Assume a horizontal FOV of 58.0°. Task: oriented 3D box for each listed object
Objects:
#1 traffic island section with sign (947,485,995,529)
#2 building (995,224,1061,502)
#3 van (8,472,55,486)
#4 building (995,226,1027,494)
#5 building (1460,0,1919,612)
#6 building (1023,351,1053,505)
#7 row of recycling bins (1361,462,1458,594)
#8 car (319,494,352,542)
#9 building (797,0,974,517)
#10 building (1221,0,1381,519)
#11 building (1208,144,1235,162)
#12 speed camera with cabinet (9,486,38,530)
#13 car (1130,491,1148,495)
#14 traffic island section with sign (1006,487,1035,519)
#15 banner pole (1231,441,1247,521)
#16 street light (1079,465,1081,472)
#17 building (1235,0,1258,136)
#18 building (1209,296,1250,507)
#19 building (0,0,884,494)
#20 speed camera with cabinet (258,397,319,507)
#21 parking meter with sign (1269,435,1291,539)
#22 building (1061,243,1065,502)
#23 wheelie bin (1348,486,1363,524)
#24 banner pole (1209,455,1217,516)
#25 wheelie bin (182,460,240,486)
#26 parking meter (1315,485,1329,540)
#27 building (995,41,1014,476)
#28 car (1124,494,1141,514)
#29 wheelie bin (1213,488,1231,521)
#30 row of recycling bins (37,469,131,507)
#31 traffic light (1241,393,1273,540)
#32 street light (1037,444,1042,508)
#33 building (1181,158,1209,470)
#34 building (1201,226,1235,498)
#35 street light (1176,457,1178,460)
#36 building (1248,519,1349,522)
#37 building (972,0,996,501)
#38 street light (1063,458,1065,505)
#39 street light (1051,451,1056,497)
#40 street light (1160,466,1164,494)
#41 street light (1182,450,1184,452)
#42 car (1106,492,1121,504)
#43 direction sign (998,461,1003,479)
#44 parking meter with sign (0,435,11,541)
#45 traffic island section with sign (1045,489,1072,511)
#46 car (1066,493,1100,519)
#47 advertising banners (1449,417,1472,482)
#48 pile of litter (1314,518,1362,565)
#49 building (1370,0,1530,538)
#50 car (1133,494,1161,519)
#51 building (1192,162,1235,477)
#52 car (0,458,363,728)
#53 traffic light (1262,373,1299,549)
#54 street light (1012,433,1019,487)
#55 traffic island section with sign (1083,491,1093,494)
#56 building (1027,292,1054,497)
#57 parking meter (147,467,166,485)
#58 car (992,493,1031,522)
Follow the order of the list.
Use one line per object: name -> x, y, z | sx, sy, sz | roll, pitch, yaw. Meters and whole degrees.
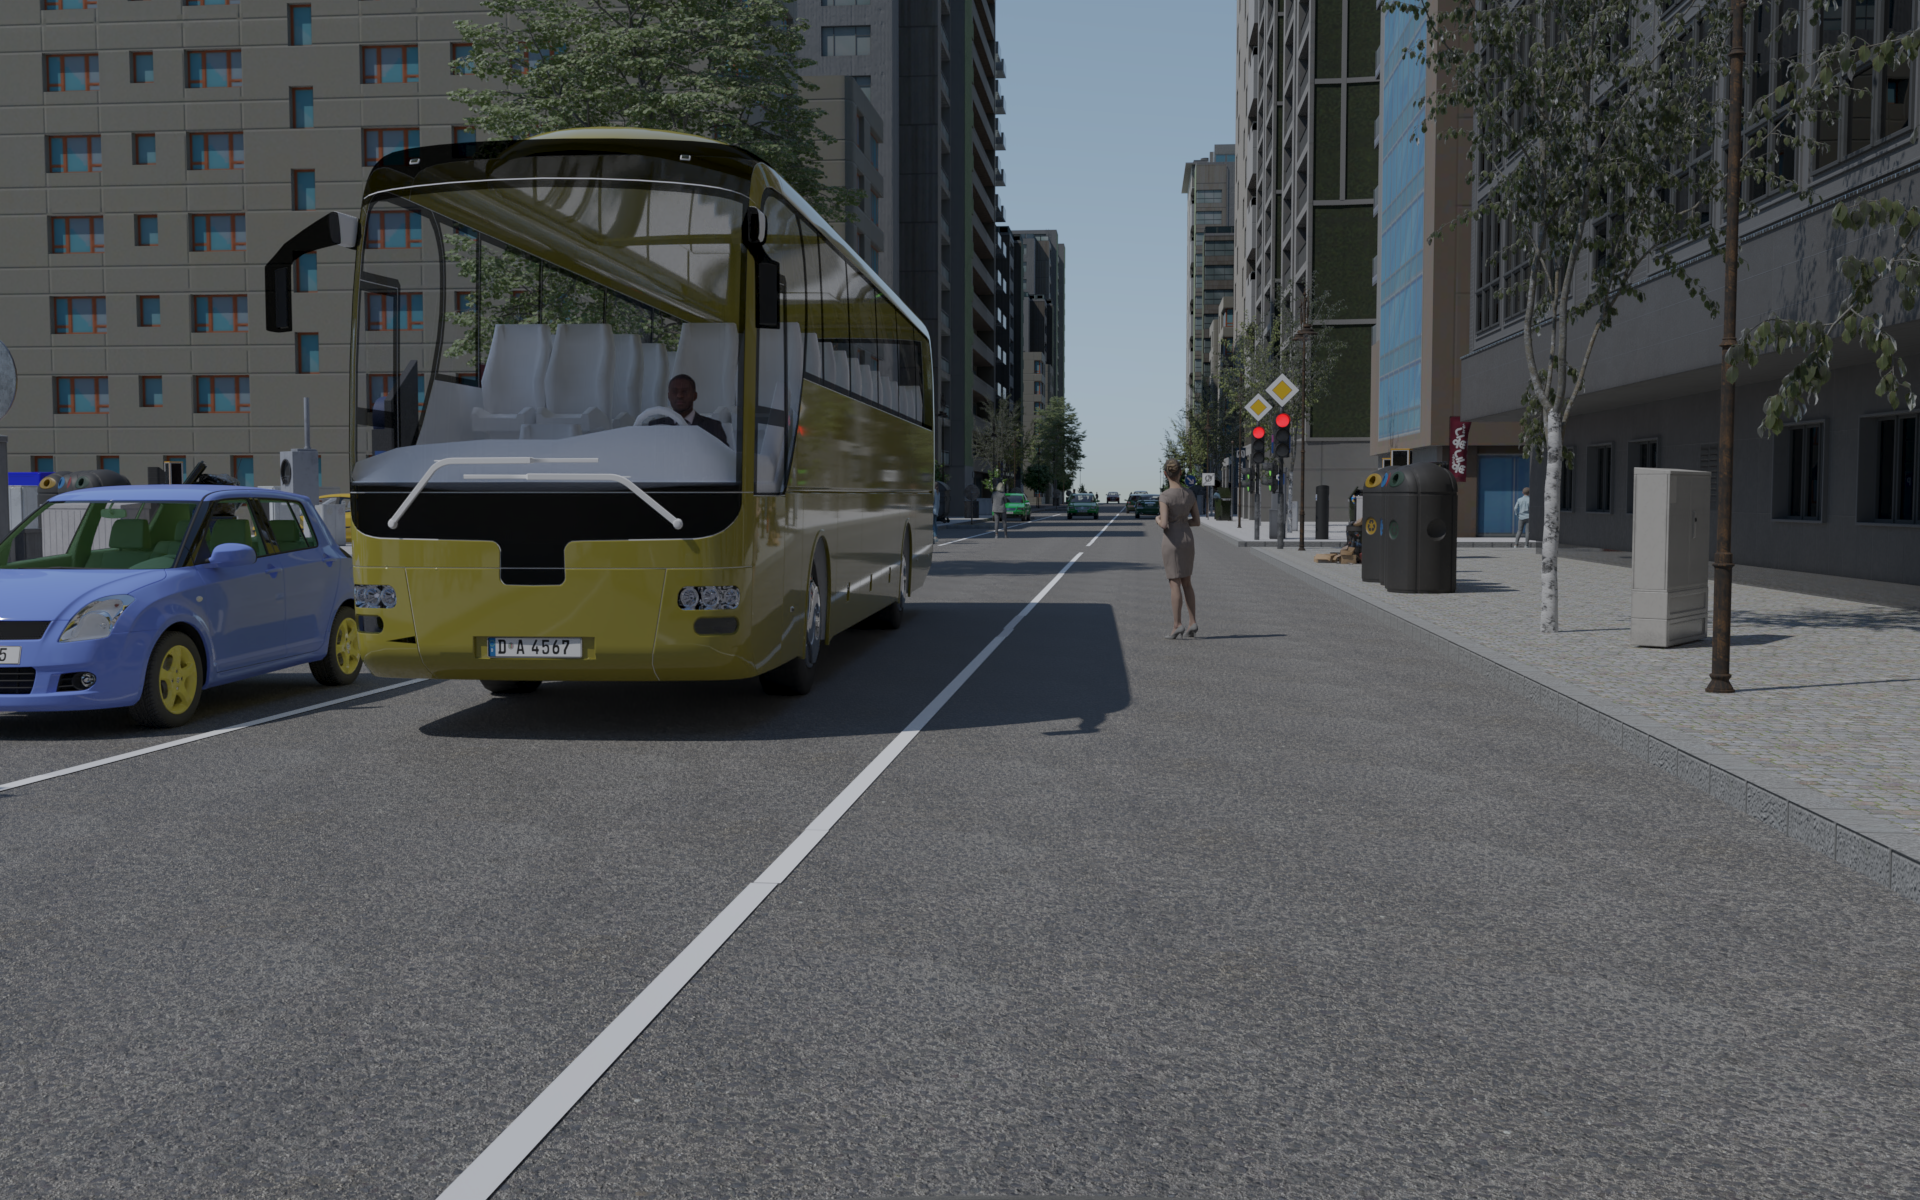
traffic island section with sign -> 0.527, -3.890, 72.227 | 1.989, 1.847, 2.006 | 0, 4, 6
building -> 7.399, -35.320, 261.072 | 14.154, 41.232, 14.086 | 0, 4, 6
van -> -27.549, -2.705, 48.605 | 5.245, 2.365, 2.240 | 0, 4, 7
building -> -0.618, -25.313, 185.574 | 14.160, 30.474, 14.107 | 0, 4, 6
building -> 16.424, -14.094, 23.939 | 14.314, 27.812, 24.014 | 0, 4, 6
building -> -2.339, -23.336, 226.575 | 27.650, 21.520, 28.899 | 0, 4, 6
row of recycling bins -> 6.219, -1.029, 23.932 | 1.069, 1.692, 3.534 | 0, 4, 7
car -> -16.782, -2.199, 46.184 | 3.980, 1.641, 2.015 | 0, 4, 4
building -> -6.883, -25.192, 95.492 | 14.154, 41.232, 14.086 | 0, 4, 6
building -> 27.785, -41.095, 110.152 | 20.563, 71.187, 20.611 | 0, 4, 6
building -> 43.700, -37.768, 237.110 | 23.786, 49.044, 30.456 | 0, 4, 6
speed camera with cabinet -> -18.976, -2.402, 33.601 | 2.038, 3.252, 0.660 | 0, 4, 5
car -> 19.996, -11.198, 191.752 | 2.281, 1.827, 5.304 | 0, 4, 5
traffic island section with sign -> 3.264, -5.530, 99.043 | 1.989, 1.847, 2.006 | 0, 4, 6
banner pole -> 13.082, -5.610, 81.735 | 0.863, 3.779, 0.401 | 0, 4, 2
street light -> 18.426, -17.900, 265.449 | 0.468, 5.910, 1.993 | 0, 4, 6
building -> 35.784, -33.421, 135.677 | 28.713, 52.752, 27.495 | 0, 4, 6
building -> 38.222, -19.549, 164.672 | 27.650, 21.520, 28.899 | 0, 4, 6
building -> -18.770, -13.619, 67.717 | 27.650, 21.520, 28.899 | 0, 4, 6
speed camera with cabinet -> -13.975, -2.545, 35.939 | 0.660, 3.252, 2.038 | -3, 5, -42
parking meter with sign -> 9.200, -3.287, 49.997 | 0.543, 3.016, 1.738 | 1, 4, 14
building -> 9.392, -36.201, 275.472 | 14.154, 41.232, 14.086 | 0, 4, 6
wheelie bin -> 15.807, -3.737, 69.007 | 0.693, 1.594, 0.980 | 1, 4, 9
banner pole -> 14.866, -6.824, 101.590 | 0.401, 3.779, 0.863 | 2, 4, 34
wheelie bin -> -7.218, -0.528, 16.540 | 0.693, 1.594, 0.980 | -1, 4, -21
parking meter -> 10.202, -2.469, 48.772 | 0.372, 1.533, 0.369 | 0, 3, 0
building -> -7.345, -33.256, 163.338 | 23.786, 49.044, 30.456 | 0, 4, 6
car -> 13.137, -7.228, 127.963 | 2.009, 1.686, 4.222 | 0, 4, 6
wheelie bin -> 12.615, -4.607, 83.230 | 0.980, 1.594, 0.693 | -1, 4, -23
row of recycling bins -> -15.199, -1.409, 30.152 | 1.069, 1.692, 3.534 | -3, 5, -39
traffic light -> 8.279, -3.631, 48.291 | 0.839, 4.253, 0.868 | 0, 4, 6
street light -> 7.048, -11.140, 154.931 | 0.468, 5.910, 1.993 | 0, 4, 6
building -> 48.557, -41.367, 265.595 | 28.713, 52.752, 27.495 | 0, 4, 6
building -> 33.183, -25.440, 187.652 | 14.160, 30.474, 14.107 | 0, 4, 6
street light -> 21.155, -12.058, 169.931 | 0.468, 5.910, 1.993 | 0, 4, 6
building -> 24.300, -39.339, 81.442 | 20.563, 71.187, 20.611 | 0, 4, 6
building -> -8.679, -31.368, 136.566 | 21.300, 48.544, 21.600 | 0, 4, 6
street light -> 12.527, -14.448, 209.006 | 0.468, 5.910, 1.993 | 0, 4, 6
street light -> 9.925, -12.855, 182.970 | 0.468, 5.910, 1.993 | 0, 4, 6
street light -> 32.508, -18.848, 280.955 | 0.468, 5.910, 1.993 | 0, 4, 6
street light -> 18.343, -10.312, 141.386 | 0.468, 5.910, 1.993 | 0, 4, 6
car -> 23.385, -15.649, 264.528 | 2.281, 1.827, 5.304 | 0, 4, 5
direction sign -> 2.749, -7.728, 118.343 | 0.379, 3.537, 0.876 | 1, 4, 22
parking meter with sign -> -11.637, -1.481, 20.481 | 0.543, 3.016, 1.738 | 1, 4, 13
traffic island section with sign -> 8.334, -8.557, 148.536 | 1.989, 1.847, 2.006 | 0, 4, 6
car -> 7.052, -5.534, 99.275 | 1.959, 1.807, 4.718 | 0, 4, 5
advertising banners -> 10.448, -2.610, 38.861 | 2.074, 3.025, 0.090 | 0, 4, 0
pile of litter -> 7.182, -1.117, 32.233 | 1.176, 0.858, 1.719 | 0, 4, 4
building -> 21.469, -24.786, 55.355 | 14.200, 45.320, 14.600 | 0, 4, 6
car -> 11.323, -5.567, 102.810 | 2.131, 1.459, 4.920 | 0, 4, 7
building -> 36.041, -32.522, 215.323 | 14.154, 41.232, 14.086 | 0, 4, 6
car -> -5.518, -0.134, 11.775 | 1.945, 1.707, 3.694 | 0, 4, 5
traffic light -> 7.465, -3.145, 40.347 | 0.839, 4.253, 0.868 | 0, 4, 6
street light -> 3.990, -9.366, 125.916 | 0.468, 5.910, 1.993 | 0, 4, 6
traffic island section with sign -> 19.528, -15.230, 257.642 | 1.989, 1.847, 2.006 | 0, 4, 6
building -> 6.025, -29.085, 247.243 | 14.160, 30.474, 14.107 | 0, 4, 6
parking meter -> -17.322, -1.937, 37.385 | 0.255, 1.863, 0.399 | 0, 4, -5
car -> 2.734, -5.054, 91.430 | 1.959, 1.807, 4.718 | 0, 4, 7
